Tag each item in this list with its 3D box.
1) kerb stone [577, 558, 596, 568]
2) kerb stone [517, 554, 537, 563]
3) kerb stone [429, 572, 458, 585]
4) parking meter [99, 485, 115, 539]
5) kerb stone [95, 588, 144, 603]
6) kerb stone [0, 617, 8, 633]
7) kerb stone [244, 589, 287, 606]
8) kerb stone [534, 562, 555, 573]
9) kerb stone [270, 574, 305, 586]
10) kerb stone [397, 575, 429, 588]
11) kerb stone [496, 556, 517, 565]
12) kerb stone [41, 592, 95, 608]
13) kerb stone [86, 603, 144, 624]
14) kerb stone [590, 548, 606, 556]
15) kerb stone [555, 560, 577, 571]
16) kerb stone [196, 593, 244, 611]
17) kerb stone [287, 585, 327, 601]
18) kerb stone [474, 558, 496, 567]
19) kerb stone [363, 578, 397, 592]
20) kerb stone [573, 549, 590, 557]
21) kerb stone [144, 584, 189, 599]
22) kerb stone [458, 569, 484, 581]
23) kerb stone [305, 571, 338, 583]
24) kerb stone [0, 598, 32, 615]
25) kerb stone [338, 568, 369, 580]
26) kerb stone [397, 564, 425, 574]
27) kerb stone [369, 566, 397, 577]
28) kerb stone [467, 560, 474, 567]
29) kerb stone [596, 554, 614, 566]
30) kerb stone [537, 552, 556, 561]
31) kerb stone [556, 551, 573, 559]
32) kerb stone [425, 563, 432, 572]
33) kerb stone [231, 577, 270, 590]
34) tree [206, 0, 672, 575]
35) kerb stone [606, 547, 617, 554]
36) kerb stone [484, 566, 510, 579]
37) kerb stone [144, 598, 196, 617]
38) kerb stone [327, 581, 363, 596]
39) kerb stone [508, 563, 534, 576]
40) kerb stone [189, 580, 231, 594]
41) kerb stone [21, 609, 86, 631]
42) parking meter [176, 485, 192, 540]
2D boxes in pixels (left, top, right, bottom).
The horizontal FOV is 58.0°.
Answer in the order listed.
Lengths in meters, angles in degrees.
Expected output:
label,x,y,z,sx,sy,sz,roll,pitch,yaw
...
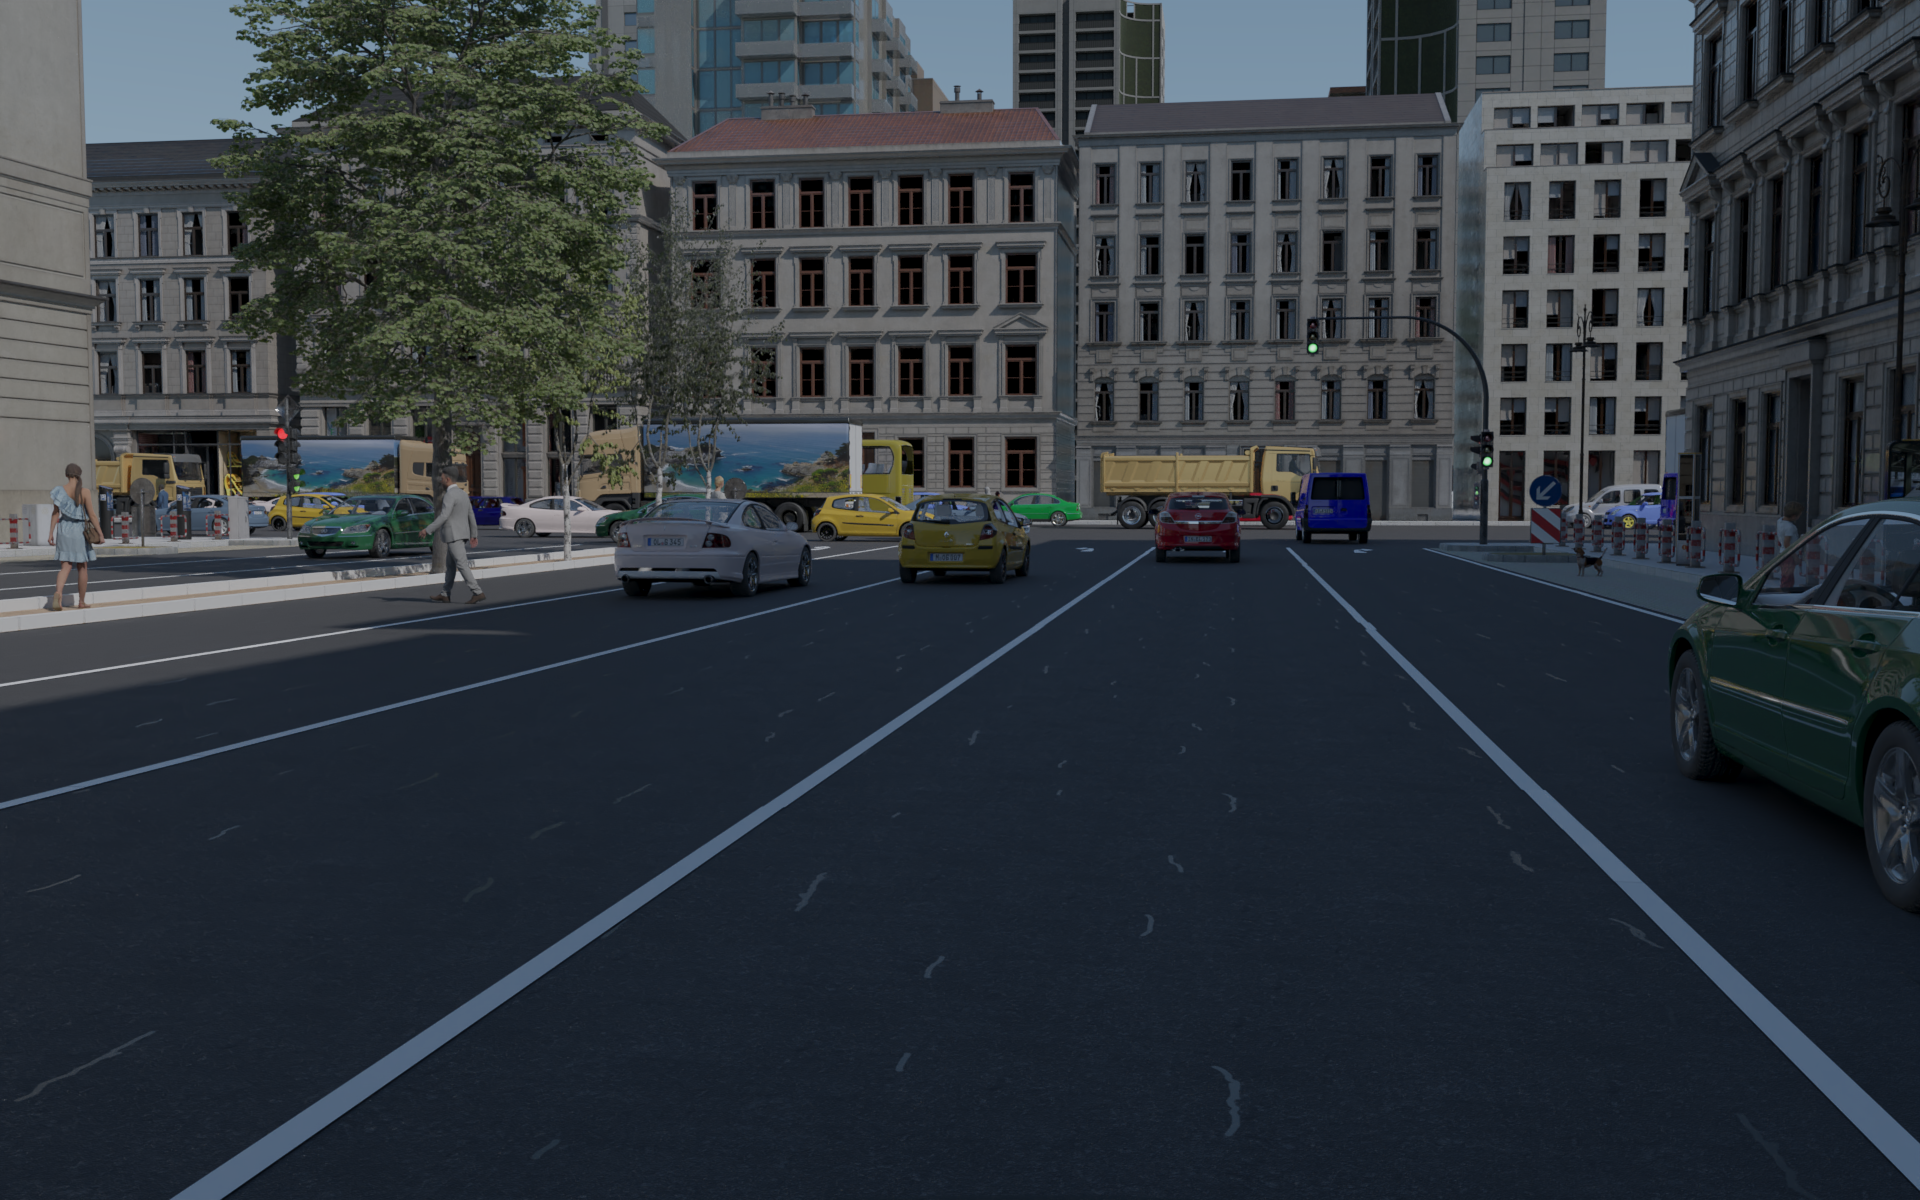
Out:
label,x,y,z,sx,sy,sz,roll,pitch,yaw
kerb stone,-7.409,-0.715,33.879,0.120,0.150,1.000,1,4,9
kerb stone,-9.163,-0.855,36.246,0.120,0.150,1.000,1,4,9
kerb stone,-8.379,-0.339,27.780,0.120,0.150,1.000,1,4,9
parking meter,-24.384,-2.512,49.488,0.372,1.533,0.369,0,3,0
kerb stone,-11.246,-0.051,23.030,0.120,0.150,1.000,1,4,9
kerb stone,-9.979,0.282,17.608,0.120,0.150,1.000,1,4,9
kerb stone,-9.175,-0.030,22.692,0.120,0.150,1.000,1,4,9
kerb stone,-7.739,-0.591,31.850,0.120,0.150,1.000,1,4,9
kerb stone,-10.607,-0.296,27.094,0.120,0.150,1.000,1,4,9
kerb stone,-8.531,-0.279,26.753,0.120,0.150,1.000,1,4,9
kerb stone,-9.329,-0.792,35.232,0.120,0.150,1.000,1,4,9
kerb stone,-11.407,0.011,22.015,0.120,0.150,1.000,1,4,9
kerb stone,-9.646,0.156,19.644,0.120,0.150,1.000,1,4,9
kerb stone,-8.531,-1.108,40.315,0.120,0.150,1.000,1,4,9
kerb stone,-7.570,-0.649,32.864,0.120,0.150,1.000,1,4,9
kerb stone,-9.327,0.032,21.675,0.120,0.150,1.000,1,4,9
kerb stone,-9.017,-0.092,23.707,0.120,0.150,1.000,1,4,9
kerb stone,-9.491,-0.727,34.216,0.120,0.150,1.000,1,4,9
kerb stone,-8.699,-0.216,25.739,0.120,0.150,1.000,1,4,9
kerb stone,-8.688,-1.035,39.297,0.120,0.150,1.000,1,4,9
kerb stone,-11.089,-0.112,24.046,0.120,0.150,1.000,1,4,9
kerb stone,-8.220,-0.402,28.796,0.120,0.150,1.000,1,4,9
kerb stone,-10.446,-0.362,28.110,0.120,0.150,1.000,1,4,9
kerb stone,-11.573,0.076,21.000,0.120,0.150,1.000,1,4,9
kerb stone,-10.278,-0.418,29.125,0.120,0.150,1.000,1,4,9
kerb stone,-9.963,-0.542,31.164,0.120,0.150,1.000,1,4,9
kerb stone,-10.131,-0.486,30.142,0.120,0.150,1.000,1,4,9
kerb stone,-9.648,-0.666,33.197,0.120,0.150,1.000,1,4,9
kerb stone,-7.255,-0.777,34.895,0.120,0.150,1.000,1,4,9
kerb stone,-9.009,-0.914,37.266,0.120,0.150,1.000,1,4,9
kerb stone,-8.847,-0.984,38.281,0.120,0.150,1.000,1,4,9
kerb stone,-9.810,-0.608,32.180,0.120,0.150,1.000,1,4,9
kerb stone,-10.762,-0.235,26.076,0.120,0.150,1.000,1,4,9
tree,-8.786,-6.654,29.384,7.486,12.596,7.792,0,3,0
kerb stone,-8.367,-1.170,41.331,0.120,0.150,1.000,1,4,9
kerb stone,-8.049,-0.464,29.812,0.120,0.150,1.000,1,4,9
kerb stone,-9.491,0.097,20.660,0.120,0.150,1.000,1,4,9
kerb stone,-8.858,-0.155,24.723,0.120,0.150,1.000,1,4,9
kerb stone,-7.890,-0.528,30.834,0.120,0.150,1.000,1,4,9
kerb stone,-10.925,-0.175,25.061,0.120,0.150,1.000,1,4,9
kerb stone,-9.813,0.218,18.629,0.120,0.150,1.000,1,4,9
parking meter,-21.789,-2.459,48.619,0.372,1.533,0.369,0,3,0
